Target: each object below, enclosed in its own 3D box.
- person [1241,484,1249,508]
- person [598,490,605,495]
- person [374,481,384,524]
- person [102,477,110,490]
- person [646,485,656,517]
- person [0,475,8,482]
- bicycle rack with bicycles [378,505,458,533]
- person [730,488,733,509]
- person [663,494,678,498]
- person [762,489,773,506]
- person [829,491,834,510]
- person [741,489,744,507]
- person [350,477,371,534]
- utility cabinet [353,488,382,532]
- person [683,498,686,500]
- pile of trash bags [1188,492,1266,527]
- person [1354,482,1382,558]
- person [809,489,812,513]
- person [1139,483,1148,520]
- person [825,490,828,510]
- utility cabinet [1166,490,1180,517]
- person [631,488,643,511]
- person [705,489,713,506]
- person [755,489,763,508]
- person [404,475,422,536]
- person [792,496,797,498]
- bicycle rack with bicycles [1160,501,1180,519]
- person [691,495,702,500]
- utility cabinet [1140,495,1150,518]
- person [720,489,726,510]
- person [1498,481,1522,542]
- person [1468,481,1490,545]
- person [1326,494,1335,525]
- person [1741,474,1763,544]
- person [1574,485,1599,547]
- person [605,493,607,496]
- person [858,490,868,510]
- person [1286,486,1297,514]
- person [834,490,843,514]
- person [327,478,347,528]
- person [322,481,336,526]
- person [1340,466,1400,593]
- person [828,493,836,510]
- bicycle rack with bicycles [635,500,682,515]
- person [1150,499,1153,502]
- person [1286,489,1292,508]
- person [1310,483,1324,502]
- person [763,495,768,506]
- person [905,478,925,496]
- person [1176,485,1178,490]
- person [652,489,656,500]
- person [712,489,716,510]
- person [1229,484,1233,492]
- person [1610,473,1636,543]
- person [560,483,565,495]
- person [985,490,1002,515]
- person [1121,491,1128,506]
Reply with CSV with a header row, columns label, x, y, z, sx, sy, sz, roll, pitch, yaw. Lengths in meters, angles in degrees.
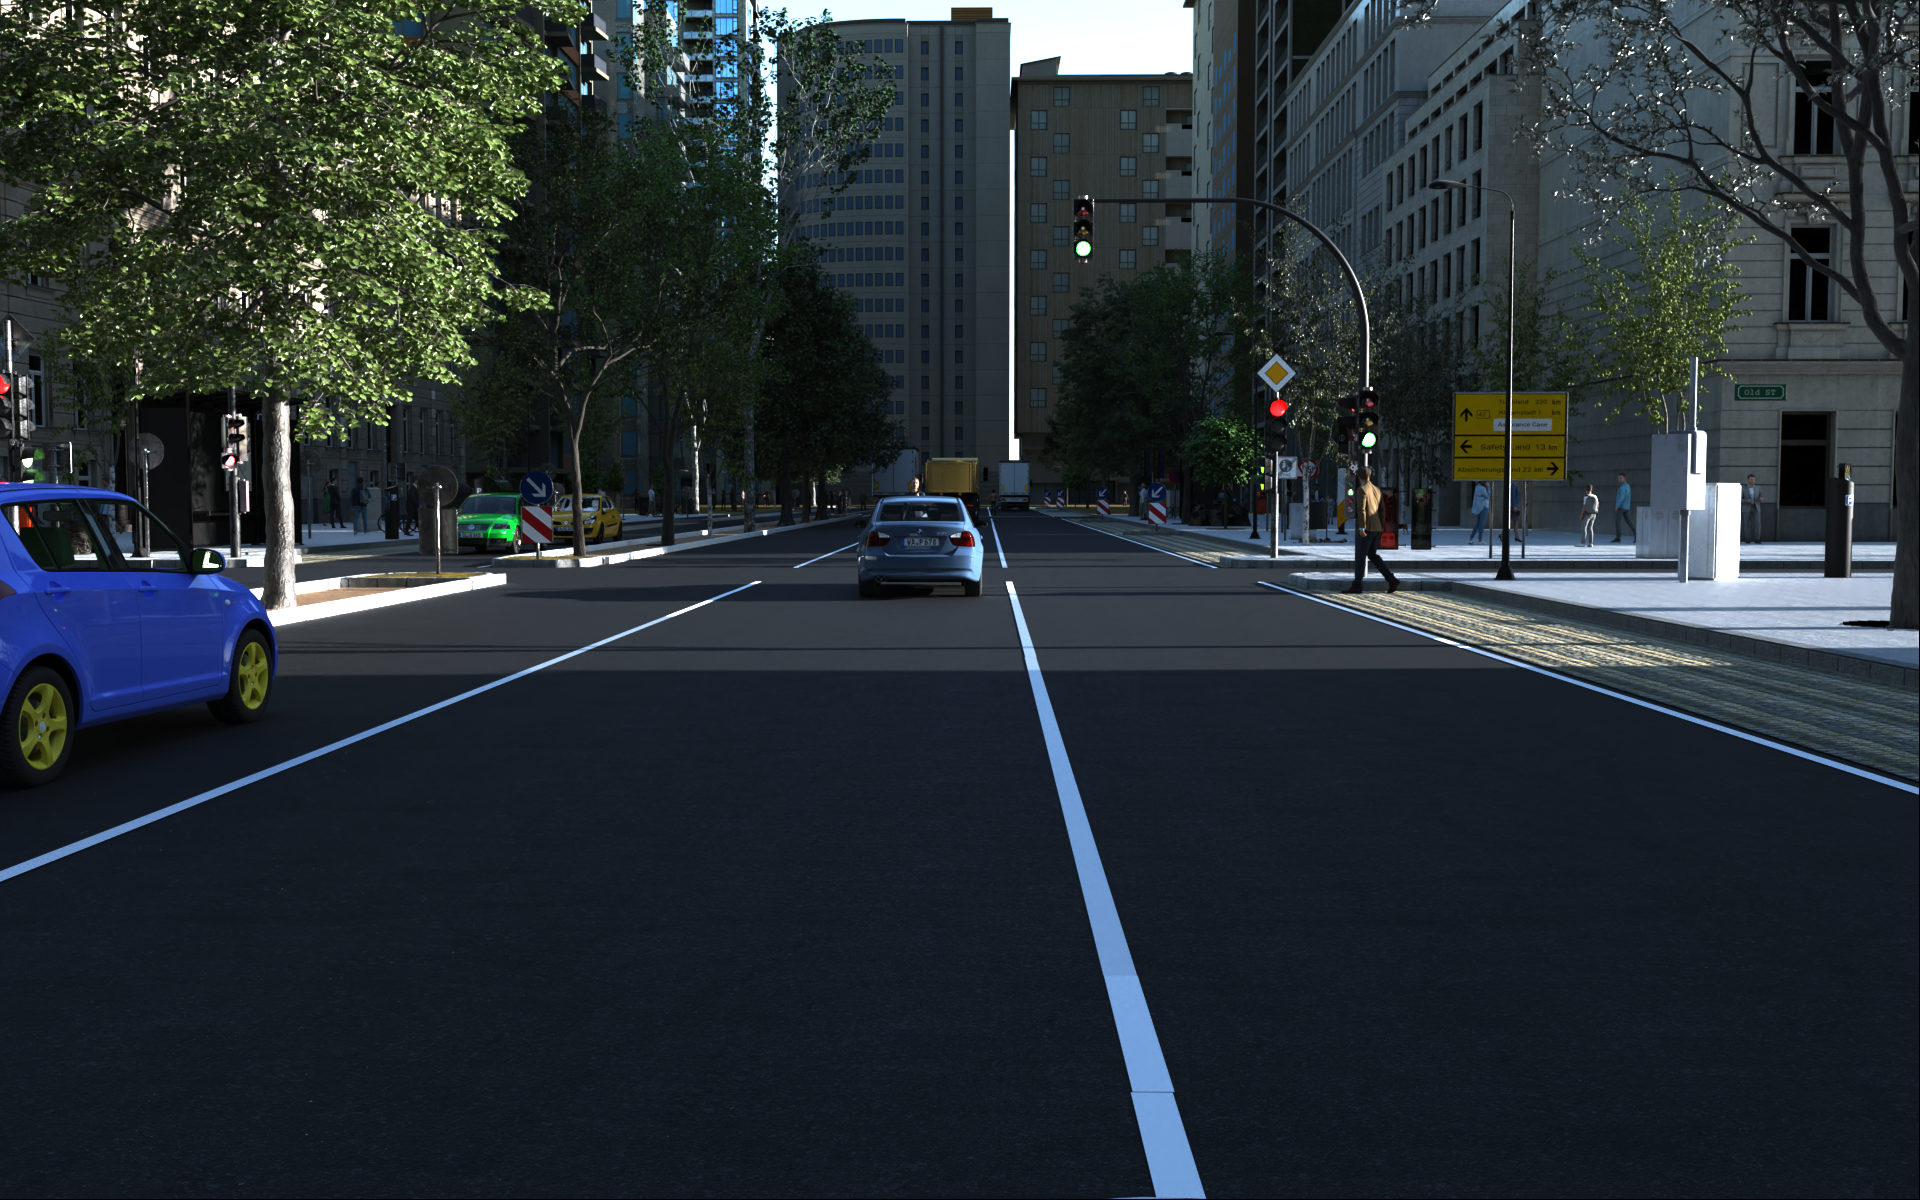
label,x,y,z,sx,sy,sz,roll,pitch,yaw
person,14.144,-4.903,86.477,0.573,1.790,0.520,1,4,9
person,-19.073,-5.180,91.414,0.598,1.740,0.731,2,4,28
person,-25.381,-4.230,75.052,0.795,1.843,0.661,-1,4,-9
person,-26.879,-2.967,54.646,0.778,1.811,0.616,-2,4,-30
person,-17.061,-5.462,95.580,0.641,1.798,0.478,2,4,33
person,-27.114,-2.627,49.093,0.694,1.812,0.767,3,4,39
bicycle rack with bicycles,-17.896,-2.710,57.689,2.925,0.926,2.852,-1,4,-8
person,-20.042,-8.923,151.950,0.705,1.821,1.348,-1,4,-13
person,-23.057,-8.048,137.619,1.348,1.826,0.705,0,4,0
person,-20.241,-10.764,182.163,1.348,1.807,0.705,0,4,2
person,-11.173,-8.727,152.017,0.721,1.723,1.217,0,4,3
person,-21.762,-10.160,172.683,0.750,1.759,0.617,3,5,43
person,-19.110,-2.998,55.051,0.794,1.824,0.713,0,4,5
utility cabinet,-20.067,-3.057,58.666,0.318,1.500,1.173,1,4,16
person,-25.473,-9.404,160.581,0.721,1.735,1.217,0,4,-1
pile of trash bags,10.991,-3.667,69.709,3.447,1.369,1.912,-2,4,-30
person,8.016,-1.726,34.438,0.419,1.800,0.721,-2,4,-31
person,-11.330,-7.398,129.588,0.705,1.807,1.348,-2,4,-24
person,8.953,-4.759,84.079,0.478,1.798,0.641,-3,4,-36
person,-12.392,-9.210,159.226,0.705,1.807,1.348,2,4,24
utility cabinet,12.104,-5.435,97.537,1.173,1.500,0.318,-3,5,-42
person,-25.044,-7.807,134.412,1.217,1.743,0.721,1,4,20
person,-26.021,-10.692,180.801,1.348,1.831,0.705,2,4,33
person,-18.453,-9.310,158.793,0.750,1.759,0.617,-3,4,-39
person,-16.659,-2.888,53.042,0.755,1.850,0.659,-1,4,-12
person,-17.794,-10.816,186.140,1.065,1.426,0.557,3,5,41
bicycle rack with bicycles,10.875,-4.785,91.615,2.925,0.926,2.852,-3,5,-44
person,-21.396,-8.147,138.875,1.348,1.869,0.705,-1,4,-13
utility cabinet,9.292,-4.628,86.831,0.306,1.237,1.020,1,4,18
person,-18.634,-7.857,135.971,0.593,1.643,0.415,1,4,15
person,14.711,-2.451,46.146,0.654,1.822,0.581,2,4,32
person,13.148,-2.294,43.818,0.793,1.790,0.793,-3,4,-37
person,15.609,-3.834,73.005,0.425,1.301,0.394,0,4,-4
person,20.547,-2.367,44.936,0.606,1.804,0.583,0,4,7
person,15.200,-2.037,41.946,0.523,1.515,0.503,2,4,35
person,-30.982,-8.759,150.033,0.721,1.735,1.217,2,4,31
person,-8.555,-8.807,153.053,0.990,1.755,0.434,2,4,28
person,18.896,-5.661,98.561,0.822,1.834,0.622,-1,4,-9
person,-8.645,-6.941,122.788,0.742,1.727,0.445,1,4,9
person,-23.443,-3.650,65.084,0.648,1.900,0.474,1,4,20
person,-25.484,-3.888,69.862,0.529,1.795,0.600,2,4,26
person,5.898,-1.005,24.849,0.836,1.842,0.656,1,4,12
person,-11.586,-9.060,157.346,0.721,1.735,1.217,2,4,33
bicycle rack with bicycles,-18.160,-5.642,105.624,2.925,0.926,2.852,0,4,-1
person,11.785,-6.040,104.893,0.679,1.850,0.850,-1,4,-23
person,17.141,-5.171,90.444,0.638,1.841,0.748,-2,4,-31
person,16.592,-4.532,80.488,0.623,1.781,0.721,0,4,6
person,-21.697,-11.083,192.945,0.421,1.427,0.697,2,4,27
person,-0.953,-1.646,35.827,0.576,1.772,0.534,0,4,-1
person,12.582,-5.779,100.873,0.623,1.781,0.721,-2,4,-32
person,-26.924,-8.871,152.004,0.541,1.710,0.530,0,4,-8
person,-20.234,-8.254,141.721,0.721,1.736,1.217,1,4,10
person,14.271,-5.269,92.150,0.622,1.834,0.822,-2,4,-25
person,17.456,-2.420,45.467,0.638,1.841,0.748,-3,5,-40
person,-19.757,-4.864,85.600,0.654,1.822,0.581,2,4,34
person,2.286,-6.696,118.693,1.217,1.736,0.721,-1,4,-10
person,18.036,-11.052,189.759,0.434,1.755,0.990,-3,5,-41
